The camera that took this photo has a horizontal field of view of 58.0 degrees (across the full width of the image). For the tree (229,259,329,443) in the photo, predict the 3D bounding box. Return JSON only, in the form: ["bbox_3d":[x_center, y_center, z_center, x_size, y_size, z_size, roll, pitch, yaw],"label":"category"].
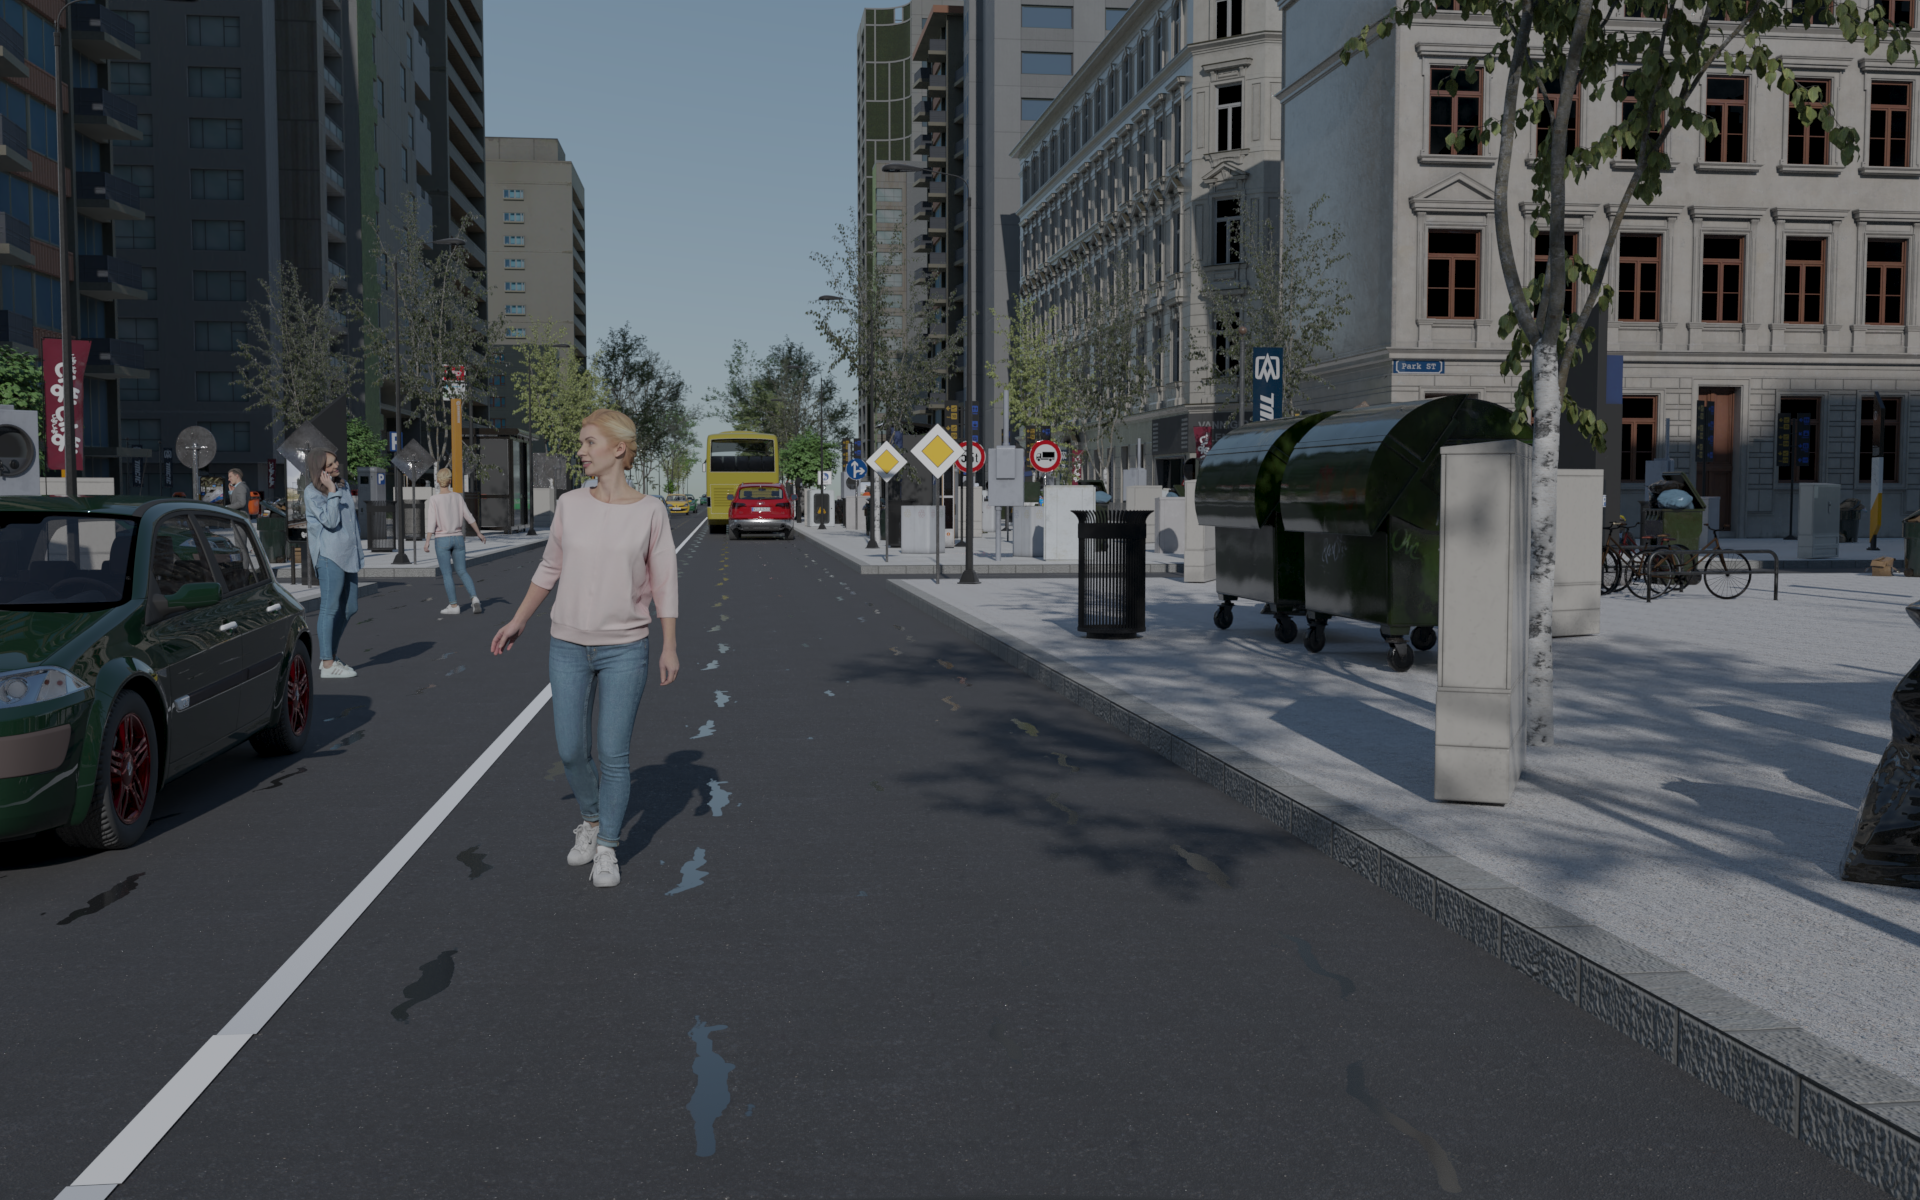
[{"bbox_3d":[-20.427,-6.345,54.101,4.360,8.622,3.978,0,3,0],"label":"tree"}]

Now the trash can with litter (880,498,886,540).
[{"bbox_3d":[-1.744,-2.238,47.974,1.055,1.170,0.624,1,4,15],"label":"trash can with litter"}]

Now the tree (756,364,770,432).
[{"bbox_3d":[-8.572,-8.544,90.057,4.360,8.622,3.978,0,3,0],"label":"tree"}]

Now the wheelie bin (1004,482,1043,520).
[{"bbox_3d":[1.705,-2.231,44.380,0.980,1.594,0.693,0,4,7],"label":"wheelie bin"}]

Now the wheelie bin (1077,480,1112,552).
[{"bbox_3d":[2.926,-1.876,38.582,0.980,1.594,0.693,2,4,32],"label":"wheelie bin"}]

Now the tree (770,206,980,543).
[{"bbox_3d":[-1.941,-5.786,44.958,4.360,8.622,3.978,0,3,0],"label":"tree"}]

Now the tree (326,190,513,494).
[{"bbox_3d":[-12.749,-5.610,42.089,4.360,8.622,3.978,0,3,0],"label":"tree"}]

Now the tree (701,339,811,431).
[{"bbox_3d":[-24.827,-21.800,212.312,12.611,20.169,13.585,0,3,0],"label":"tree"}]

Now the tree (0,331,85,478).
[{"bbox_3d":[-18.477,-3.019,33.079,4.285,4.588,4.351,0,3,0],"label":"tree"}]

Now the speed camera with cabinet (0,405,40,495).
[{"bbox_3d":[-21.763,-2.813,40.323,0.660,3.252,2.038,2,4,32],"label":"speed camera with cabinet"}]

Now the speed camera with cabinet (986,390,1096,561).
[{"bbox_3d":[1.578,-2.379,33.230,2.038,3.252,0.660,0,4,4],"label":"speed camera with cabinet"}]

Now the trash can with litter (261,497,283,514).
[{"bbox_3d":[-16.383,-1.873,41.689,1.678,1.210,2.233,1,4,15],"label":"trash can with litter"}]

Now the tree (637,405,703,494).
[{"bbox_3d":[-33.081,-16.590,197.003,9.928,11.665,9.643,0,3,0],"label":"tree"}]

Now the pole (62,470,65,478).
[{"bbox_3d":[-15.915,-2.264,30.861,0.158,3.312,0.155,0,3,0],"label":"pole"}]

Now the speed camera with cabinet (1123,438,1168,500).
[{"bbox_3d":[6.693,-4.153,62.244,0.660,3.252,2.038,3,5,43],"label":"speed camera with cabinet"}]

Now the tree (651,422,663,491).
[{"bbox_3d":[-22.646,-10.492,121.900,4.360,8.622,3.978,0,3,0],"label":"tree"}]

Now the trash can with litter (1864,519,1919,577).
[{"bbox_3d":[14.642,-0.946,26.862,1.055,1.170,0.624,2,4,35],"label":"trash can with litter"}]

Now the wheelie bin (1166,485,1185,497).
[{"bbox_3d":[7.522,-3.178,59.861,0.693,1.594,0.980,2,4,34],"label":"wheelie bin"}]

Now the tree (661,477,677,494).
[{"bbox_3d":[-30.443,-11.493,182.504,1.663,3.219,1.824,0,3,0],"label":"tree"}]

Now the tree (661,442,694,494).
[{"bbox_3d":[-40.248,-17.996,244.600,4.737,8.622,4.395,0,3,0],"label":"tree"}]

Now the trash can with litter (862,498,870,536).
[{"bbox_3d":[-2.438,-2.557,53.192,1.055,1.170,0.624,-1,4,-18],"label":"trash can with litter"}]

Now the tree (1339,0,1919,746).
[{"bbox_3d":[3.199,-3.564,8.632,4.737,8.622,4.395,0,3,0],"label":"tree"}]

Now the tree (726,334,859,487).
[{"bbox_3d":[-9.160,-10.186,100.949,7.601,10.594,8.767,2,4,31],"label":"tree"}]

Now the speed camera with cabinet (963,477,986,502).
[{"bbox_3d":[1.318,-5.176,78.970,2.038,3.252,0.660,0,4,8],"label":"speed camera with cabinet"}]

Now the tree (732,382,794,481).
[{"bbox_3d":[-19.512,-15.618,173.477,7.486,12.596,7.792,0,3,0],"label":"tree"}]

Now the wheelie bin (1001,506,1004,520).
[{"bbox_3d":[2.239,-4.842,87.079,0.980,1.594,0.693,1,4,17],"label":"wheelie bin"}]

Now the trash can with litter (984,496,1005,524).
[{"bbox_3d":[1.262,-3.966,75.896,1.678,1.210,2.233,0,4,-1],"label":"trash can with litter"}]

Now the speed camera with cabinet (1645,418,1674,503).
[{"bbox_3d":[18.665,-3.149,45.820,0.660,3.252,2.038,3,4,36],"label":"speed camera with cabinet"}]

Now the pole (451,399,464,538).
[{"bbox_3d":[-10.783,-2.649,37.158,0.158,3.312,0.155,0,3,0],"label":"pole"}]

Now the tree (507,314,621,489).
[{"bbox_3d":[-16.584,-7.366,70.802,4.737,8.622,4.395,0,3,0],"label":"tree"}]

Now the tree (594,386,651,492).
[{"bbox_3d":[-21.976,-9.789,110.420,4.360,8.622,3.978,0,3,0],"label":"tree"}]

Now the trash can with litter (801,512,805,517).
[{"bbox_3d":[-8.981,-5.318,98.342,1.055,1.170,0.624,-2,4,-34],"label":"trash can with litter"}]

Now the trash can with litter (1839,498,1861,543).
[{"bbox_3d":[23.326,-2.093,45.600,1.055,1.170,0.624,-2,4,-35],"label":"trash can with litter"}]

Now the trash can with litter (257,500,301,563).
[{"bbox_3d":[-12.503,-1.273,32.198,1.055,1.170,0.624,-1,4,-10],"label":"trash can with litter"}]

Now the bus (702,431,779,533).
[{"bbox_3d":[-8.454,-4.585,66.512,2.896,3.916,12.252,-1,4,-8],"label":"bus"}]

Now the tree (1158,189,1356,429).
[{"bbox_3d":[7.468,-5.550,41.101,4.360,8.622,3.978,0,3,0],"label":"tree"}]

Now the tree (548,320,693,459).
[{"bbox_3d":[-18.676,-9.689,92.820,7.601,10.594,8.767,2,4,25],"label":"tree"}]

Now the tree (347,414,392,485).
[{"bbox_3d":[-23.328,-5.008,65.594,4.285,4.588,4.351,0,3,0],"label":"tree"}]

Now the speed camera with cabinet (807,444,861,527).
[{"bbox_3d":[-4.935,-4.486,67.687,2.038,3.252,0.660,-1,4,-19],"label":"speed camera with cabinet"}]

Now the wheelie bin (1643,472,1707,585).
[{"bbox_3d":[10.135,-1.021,24.605,0.693,1.594,0.980,0,4,-3],"label":"wheelie bin"}]

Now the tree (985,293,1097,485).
[{"bbox_3d":[2.803,-6.895,63.104,4.737,8.622,4.395,0,3,0],"label":"tree"}]

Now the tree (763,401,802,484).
[{"bbox_3d":[-13.323,-11.171,133.010,4.737,8.622,4.395,0,3,0],"label":"tree"}]

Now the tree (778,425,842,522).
[{"bbox_3d":[-6.974,-5.970,81.315,4.285,4.588,4.351,0,3,0],"label":"tree"}]

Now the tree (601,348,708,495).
[{"bbox_3d":[-26.147,-14.267,143.638,12.009,13.543,11.850,0,3,0],"label":"tree"}]

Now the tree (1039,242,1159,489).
[{"bbox_3d":[4.266,-6.177,51.350,4.360,8.622,3.978,0,3,0],"label":"tree"}]
